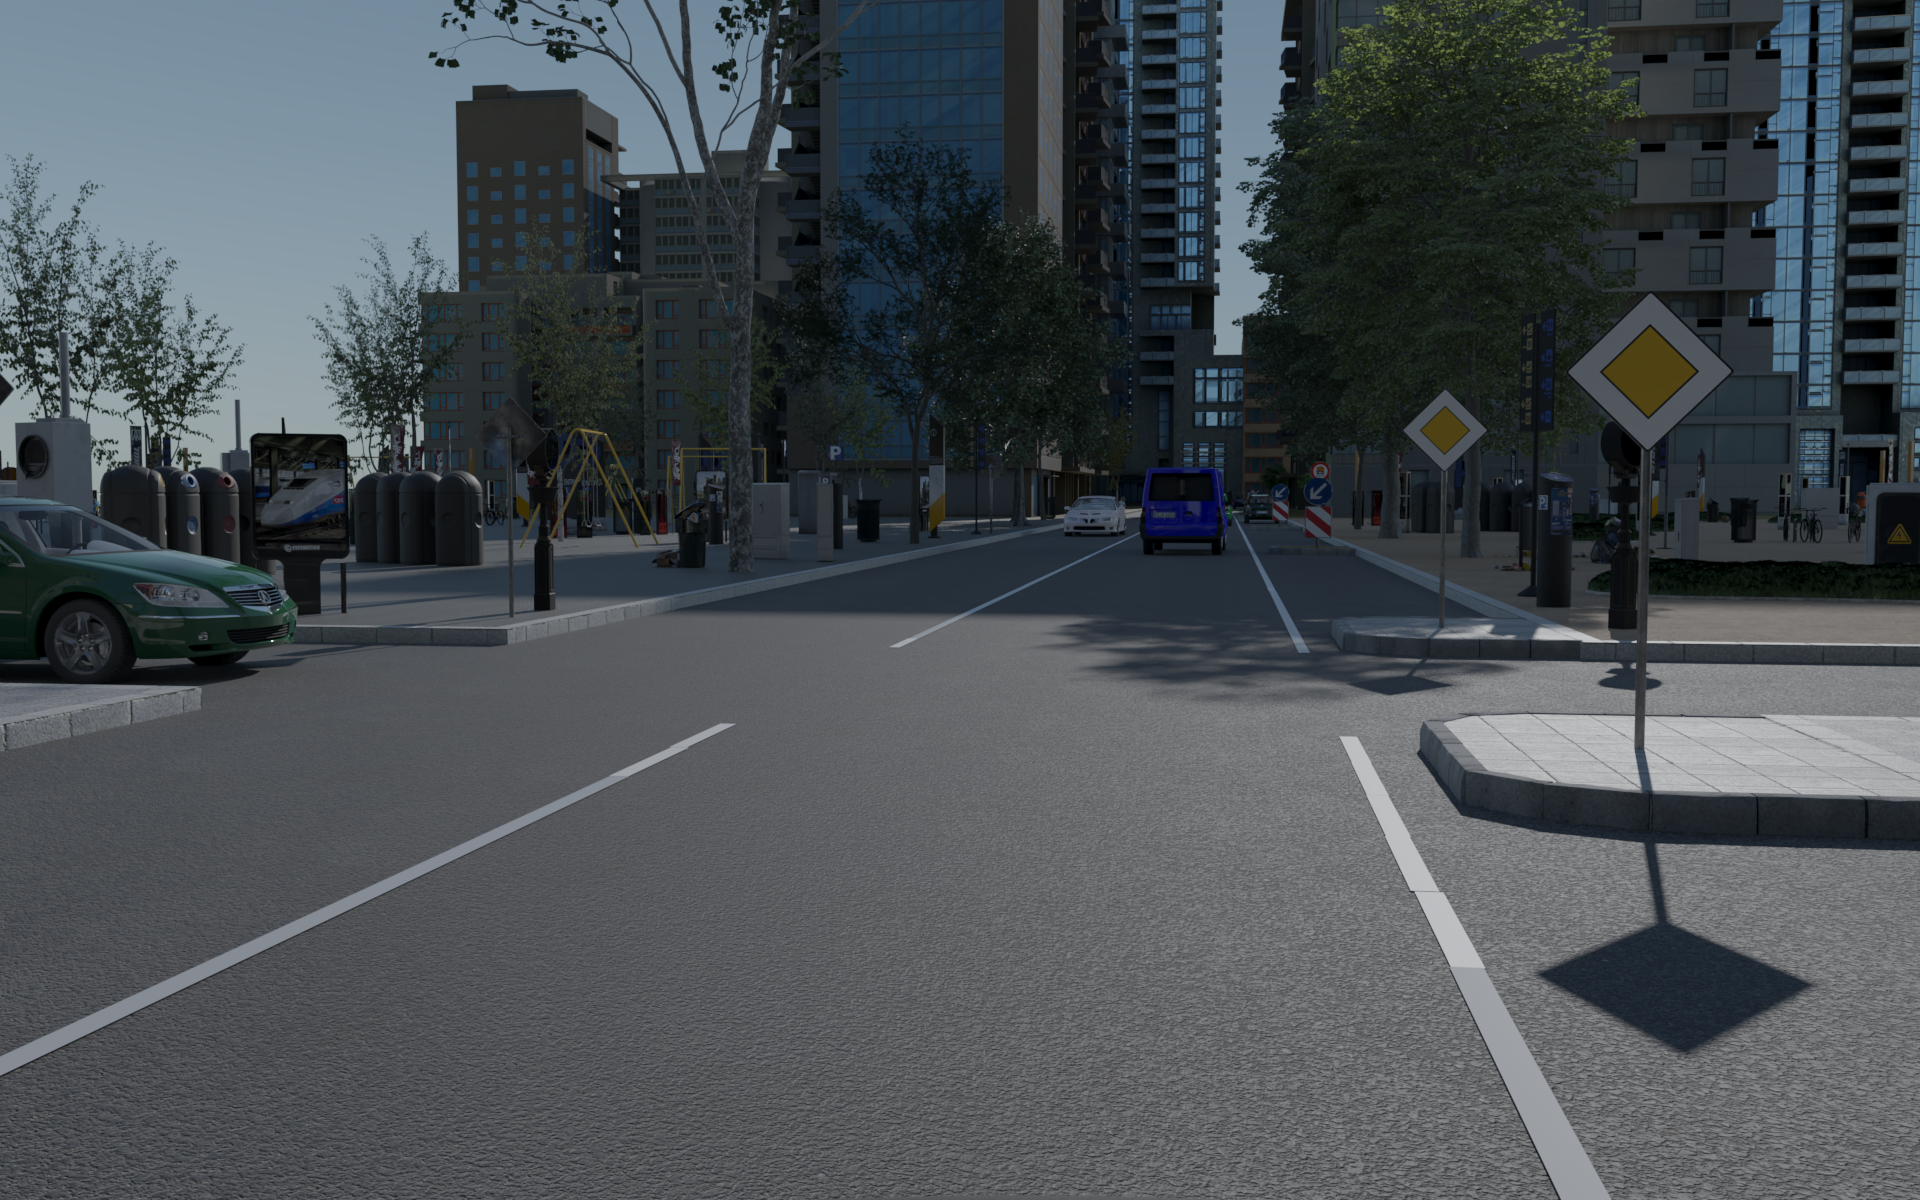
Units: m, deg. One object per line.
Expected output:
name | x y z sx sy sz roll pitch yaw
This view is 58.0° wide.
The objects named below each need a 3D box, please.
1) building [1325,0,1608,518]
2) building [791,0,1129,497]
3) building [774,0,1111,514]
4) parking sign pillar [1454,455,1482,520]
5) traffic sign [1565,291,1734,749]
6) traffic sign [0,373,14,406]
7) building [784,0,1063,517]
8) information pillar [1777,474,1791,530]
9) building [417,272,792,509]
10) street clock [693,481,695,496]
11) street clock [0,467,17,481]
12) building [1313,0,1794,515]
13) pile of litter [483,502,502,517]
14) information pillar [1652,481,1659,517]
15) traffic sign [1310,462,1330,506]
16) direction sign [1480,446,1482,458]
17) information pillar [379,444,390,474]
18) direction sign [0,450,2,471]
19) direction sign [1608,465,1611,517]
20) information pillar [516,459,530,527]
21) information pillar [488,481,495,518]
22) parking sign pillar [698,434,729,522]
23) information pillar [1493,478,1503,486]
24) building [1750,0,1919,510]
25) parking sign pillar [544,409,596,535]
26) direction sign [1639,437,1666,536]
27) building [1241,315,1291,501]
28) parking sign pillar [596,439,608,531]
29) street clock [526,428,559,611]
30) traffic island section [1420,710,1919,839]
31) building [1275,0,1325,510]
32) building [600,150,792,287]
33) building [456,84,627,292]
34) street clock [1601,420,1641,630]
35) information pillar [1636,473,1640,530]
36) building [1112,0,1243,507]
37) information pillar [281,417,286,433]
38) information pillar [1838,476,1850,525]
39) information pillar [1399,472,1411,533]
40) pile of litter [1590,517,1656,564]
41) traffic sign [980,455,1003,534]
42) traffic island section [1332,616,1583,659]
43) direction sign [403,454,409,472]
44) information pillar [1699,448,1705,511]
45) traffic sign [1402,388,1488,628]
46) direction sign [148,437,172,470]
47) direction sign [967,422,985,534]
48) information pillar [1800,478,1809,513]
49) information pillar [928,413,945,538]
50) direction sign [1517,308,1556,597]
building | 28.081 -25.376 98.499 14.154 41.232 14.086 1 4 9
building | -0.298 -32.899 157.511 30.456 49.044 23.786 1 4 9
building | -0.913 -28.640 122.887 22.147 44.769 28.867 1 4 9
parking sign pillar | 25.578 -6.038 87.192 1.447 3.967 1.447 2 4 32
traffic sign | 3.420 -0.307 8.665 0.795 2.450 0.064 1 4 9
traffic sign | -5.865 -0.394 10.089 0.795 2.450 0.064 1 4 9
building | -1.554 -27.581 101.068 14.600 45.320 14.200 1 4 9
information pillar | 29.629 -3.532 62.240 0.304 2.012 0.304 -2 4 -32
building | -30.051 -19.269 160.082 28.899 21.520 27.650 1 4 9
street clock | -14.566 -5.569 95.617 0.358 2.002 0.471 -1 4 -16
street clock | -25.222 -2.537 46.058 0.471 2.002 0.358 0 4 -5
building | 38.497 -32.357 118.280 28.713 52.752 27.495 1 4 9
pile of litter | -26.004 -5.048 96.500 1.719 0.858 1.176 2 4 26
information pillar | 25.894 -4.492 64.805 0.504 3.616 0.183 -1 4 -9
traffic sign | 14.131 -4.149 67.947 0.768 2.556 0.104 1 4 18
direction sign | 24.250 -5.497 81.877 0.379 3.537 0.876 -3 4 -38
information pillar | -27.100 -5.521 81.617 0.504 3.616 0.183 0 4 3
direction sign | -49.947 -5.960 89.445 0.876 3.537 0.379 -1 4 -20
direction sign | 25.783 -4.693 68.731 0.379 3.537 0.876 1 4 16
information pillar | -17.177 -4.693 68.083 0.504 3.616 0.183 -2 4 -24
information pillar | -25.645 -5.522 94.774 0.304 2.012 0.304 -2 4 -26
parking sign pillar | -11.307 -5.530 78.884 1.447 3.967 1.447 2 4 34
information pillar | 24.201 -4.493 77.957 0.304 2.012 0.304 -1 4 -16
building | 71.633 -50.941 145.552 31.000 86.520 22.319 1 4 9
parking sign pillar | -12.764 -4.097 55.452 1.447 3.967 1.447 1 4 18
direction sign | 21.271 -3.748 53.279 0.876 3.537 0.379 1 4 11
building | 44.996 -20.881 186.442 28.899 21.520 27.650 1 4 9
parking sign pillar | -13.181 -4.437 61.020 1.447 3.967 1.447 -1 4 -20
street clock | -4.593 -0.889 19.098 0.358 2.002 0.471 0 4 5
traffic island section | 3.445 0.828 8.738 2.009 0.180 2.903 1 4 9
building | 38.332 -30.119 147.064 22.147 44.769 28.867 1 4 9
building | -25.553 -30.973 198.295 23.993 40.220 32.217 1 4 9
building | -45.968 -33.173 192.489 14.200 45.320 14.600 1 4 9
street clock | 6.318 -0.727 16.457 0.471 2.002 0.358 -2 4 -30
information pillar | 21.278 -3.025 53.959 0.304 2.012 0.304 3 5 44
building | 14.930 -53.437 186.364 31.000 86.520 22.319 1 4 9
information pillar | -20.691 -3.775 53.074 0.183 3.616 0.504 -1 4 -16
information pillar | 36.533 -4.103 71.584 0.304 2.012 0.304 -3 5 -43
information pillar | 14.646 -3.218 57.114 0.304 2.012 0.304 2 4 35
pile of litter | 12.456 -1.117 32.224 1.719 0.858 1.176 -2 4 -25
traffic sign | 1.006 -3.423 56.074 0.768 2.556 0.104 1 4 11
traffic island section | 4.643 0.345 16.633 2.009 0.180 2.903 1 4 9
direction sign | -31.231 -6.446 97.387 0.876 3.537 0.379 3 4 37
information pillar | 37.473 -5.879 87.477 0.183 3.616 0.504 0 4 2
traffic sign | 4.618 -0.790 16.560 0.795 2.450 0.064 1 4 9
direction sign | -31.597 -4.683 68.565 0.876 3.537 0.379 1 4 11
direction sign | 0.520 -3.863 55.160 0.379 3.537 0.876 -3 4 -38
information pillar | 37.853 -4.475 77.663 0.304 2.012 0.304 1 4 16
information pillar | -0.675 -3.595 50.126 0.504 3.616 0.183 2 4 28
direction sign | 7.193 -1.813 21.637 0.379 3.537 0.876 0 4 -7
